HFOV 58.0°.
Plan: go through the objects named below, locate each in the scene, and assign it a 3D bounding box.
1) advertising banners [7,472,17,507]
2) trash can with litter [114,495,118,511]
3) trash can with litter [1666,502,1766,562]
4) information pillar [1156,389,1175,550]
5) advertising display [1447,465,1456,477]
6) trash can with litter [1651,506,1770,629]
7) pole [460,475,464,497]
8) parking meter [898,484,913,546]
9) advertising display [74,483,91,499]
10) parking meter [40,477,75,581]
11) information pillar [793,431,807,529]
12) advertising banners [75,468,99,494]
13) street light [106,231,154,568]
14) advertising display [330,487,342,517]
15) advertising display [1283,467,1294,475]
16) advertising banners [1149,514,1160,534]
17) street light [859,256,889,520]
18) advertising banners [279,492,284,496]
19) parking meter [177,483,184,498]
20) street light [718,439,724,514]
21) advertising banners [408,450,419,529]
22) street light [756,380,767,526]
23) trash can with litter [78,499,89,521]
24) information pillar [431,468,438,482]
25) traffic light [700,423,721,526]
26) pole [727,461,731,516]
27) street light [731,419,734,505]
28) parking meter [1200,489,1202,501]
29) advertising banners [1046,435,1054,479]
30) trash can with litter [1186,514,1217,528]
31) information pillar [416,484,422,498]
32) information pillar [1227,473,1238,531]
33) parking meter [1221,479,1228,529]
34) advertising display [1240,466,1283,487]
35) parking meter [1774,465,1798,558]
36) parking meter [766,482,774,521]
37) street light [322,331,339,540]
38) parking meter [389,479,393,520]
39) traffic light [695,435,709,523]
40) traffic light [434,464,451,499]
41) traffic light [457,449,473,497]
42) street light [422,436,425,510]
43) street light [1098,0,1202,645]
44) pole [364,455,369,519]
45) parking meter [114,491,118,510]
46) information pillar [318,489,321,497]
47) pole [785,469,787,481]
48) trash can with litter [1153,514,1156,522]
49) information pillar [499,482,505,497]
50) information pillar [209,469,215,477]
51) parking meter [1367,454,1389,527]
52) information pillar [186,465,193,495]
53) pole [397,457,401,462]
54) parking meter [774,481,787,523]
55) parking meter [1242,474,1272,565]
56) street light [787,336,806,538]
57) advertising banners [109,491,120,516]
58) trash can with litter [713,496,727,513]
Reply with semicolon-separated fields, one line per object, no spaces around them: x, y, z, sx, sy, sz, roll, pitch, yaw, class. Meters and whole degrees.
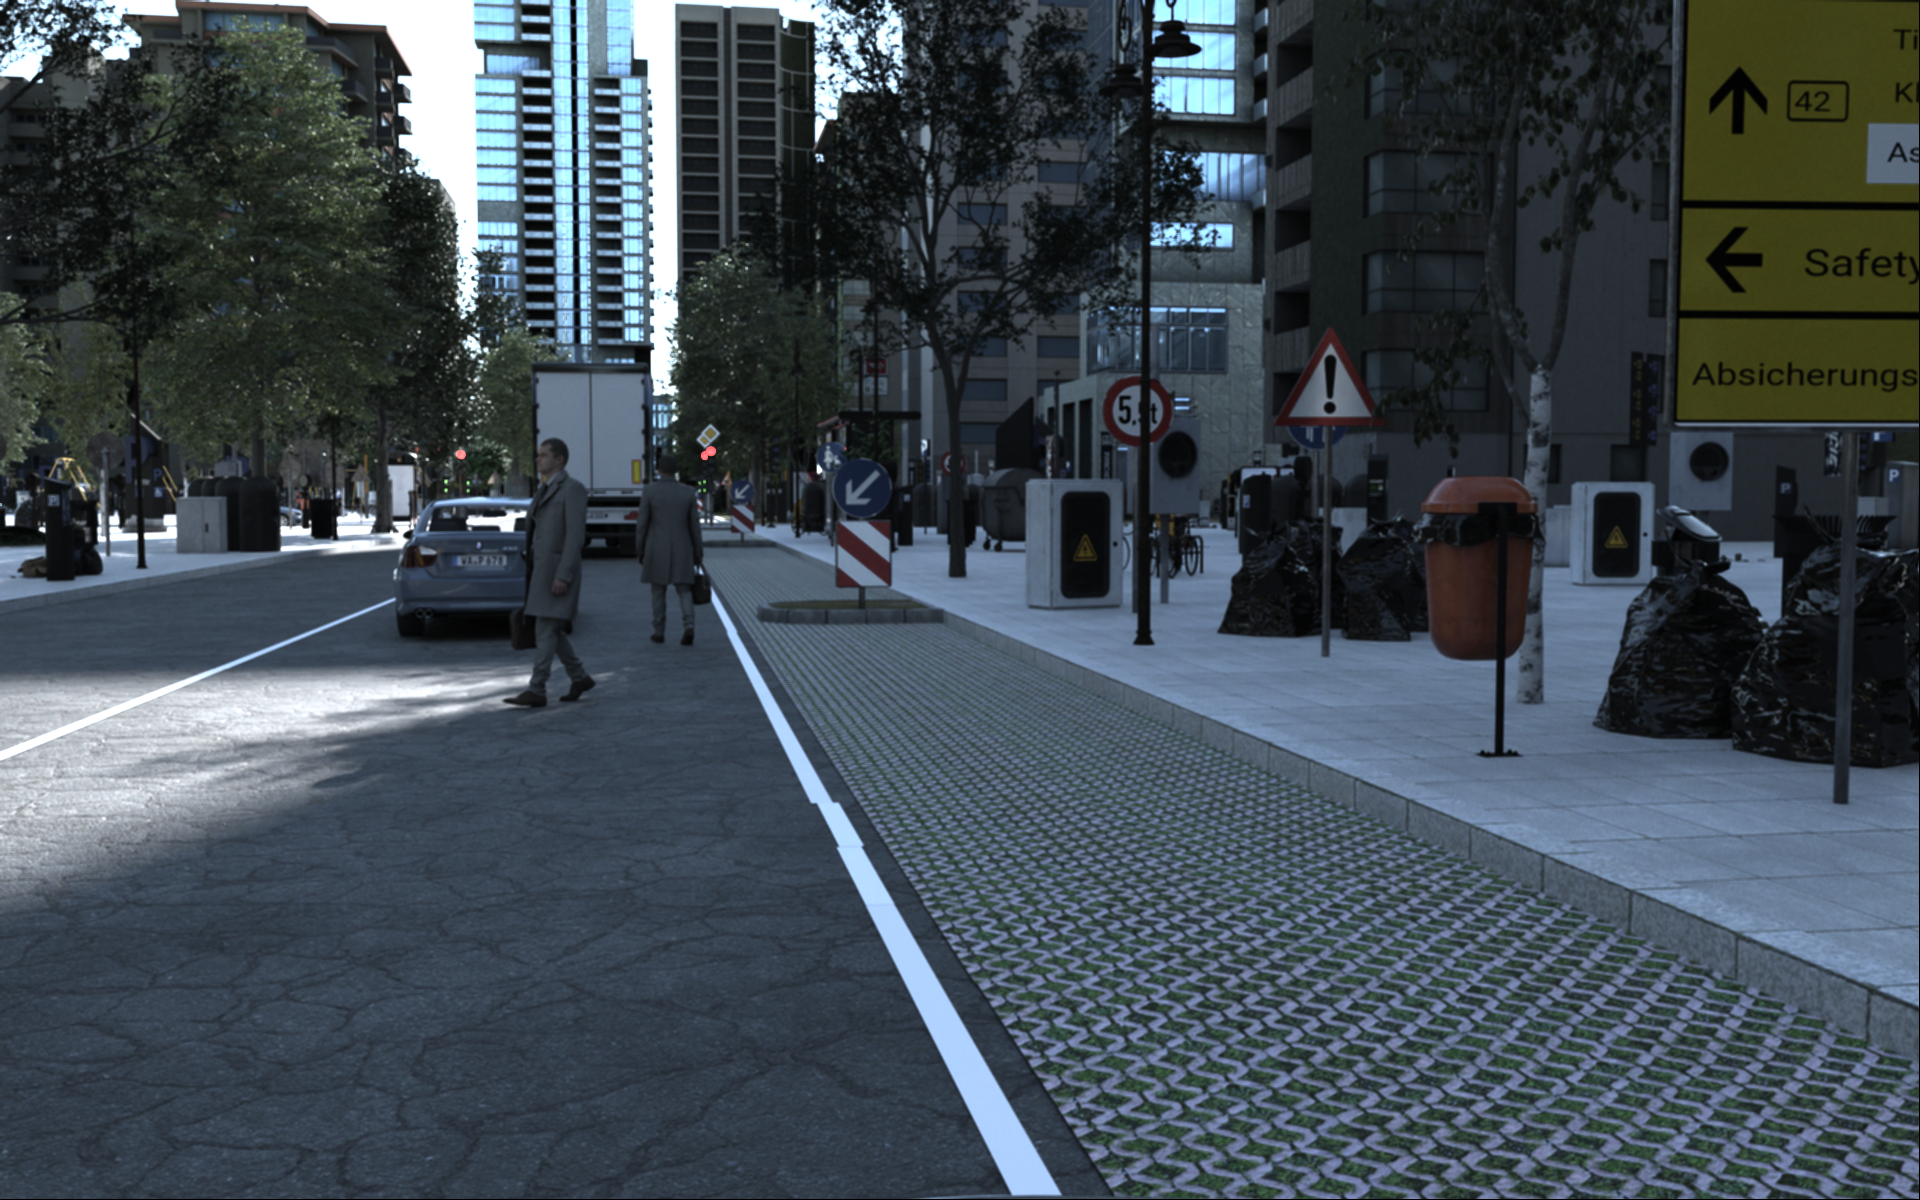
-75.653;-8.740;139.087;2.074;3.025;0.090;-1;4;-19;advertising banners
-65.141;-7.510;133.842;1.678;1.210;2.233;-3;5;-44;trash can with litter
14.274;-1.362;33.334;2.233;1.210;1.678;2;4;31;trash can with litter
4.587;-2.890;38.611;0.504;3.616;0.183;-2;4;-34;information pillar
11.200;-2.097;39.500;0.123;1.923;0.974;1;4;20;advertising display
6.959;-0.284;16.033;0.624;1.170;1.055;-3;4;-37;trash can with litter
-21.841;-5.019;75.909;0.158;3.312;0.155;0;3;0;pole
-1.361;-2.119;43.055;0.372;1.533;0.369;0;3;0;parking meter
-49.497;-5.659;97.738;0.123;1.923;0.974;2;4;30;advertising display
-13.363;-1.057;25.690;0.372;1.533;0.369;0;3;0;parking meter
-5.967;-4.474;64.507;0.504;3.616;0.183;-1;4;-16;information pillar
-57.724;-7.280;115.220;2.074;3.025;0.090;-3;5;-44;advertising banners
-14.152;-3.486;29.780;0.468;5.910;1.993;-1;4;-10;street light
-34.895;-5.609;96.917;0.974;1.923;0.123;2;4;31;advertising display
7.647;-2.173;40.743;0.974;1.923;0.123;-1;4;-11;advertising display
6.611;-3.645;55.779;0.090;3.025;2.074;-3;5;-44;advertising banners
-1.587;-3.674;32.861;0.468;5.910;1.993;-1;4;-10;street light
-52.772;-8.559;136.135;0.090;3.025;2.074;1;4;21;advertising banners
-41.206;-5.256;91.652;0.399;1.863;0.255;-2;4;-26;parking meter
-15.673;-8.604;113.460;0.468;5.910;1.993;-1;4;-10;street light
-20.177;-4.152;64.074;0.090;3.025;2.074;0;4;-7;advertising banners
-7.857;-5.884;68.995;0.468;5.910;1.993;-1;4;-10;street light
-41.957;-4.383;83.047;1.055;1.170;0.624;0;4;-2;trash can with litter
-37.271;-8.054;123.035;0.504;3.616;0.183;-1;4;-10;information pillar
-9.941;-4.898;69.001;0.839;4.253;0.868;-1;4;-10;traffic light
-13.581;-6.605;101.834;0.158;3.312;0.155;0;3;0;pole
-12.459;-7.461;94.775;0.468;5.910;1.993;-1;4;-10;street light
11.701;-4.685;85.012;0.372;1.533;0.369;0;3;0;parking meter
2.363;-3.432;52.300;0.090;3.025;2.074;-2;4;-23;advertising banners
9.047;-3.319;65.321;2.233;1.210;1.678;3;5;45;trash can with litter
-35.318;-6.642;113.083;0.304;2.012;0.304;-2;4;-34;information pillar
9.564;-3.452;60.935;0.304;2.012;0.304;1;4;12;information pillar
9.744;-3.520;63.262;0.399;1.863;0.255;1;4;23;parking meter
6.887;-2.117;39.833;0.974;1.923;0.123;3;4;36;advertising display
16.600;-1.779;34.804;0.399;1.863;0.255;2;4;28;parking meter
-8.859;-4.609;81.075;0.399;1.863;0.255;3;5;39;parking meter
-17.314;-4.590;47.842;0.468;5.910;1.993;-1;4;-10;street light
-22.017;-3.726;66.632;0.255;1.863;0.399;0;4;2;parking meter
-11.313;-5.379;76.868;0.839;4.253;0.868;-1;4;-10;traffic light
-20.195;-4.788;67.203;0.839;4.253;0.868;-1;4;-10;traffic light
-21.567;-5.269;75.070;0.839;4.253;0.868;-1;4;-10;traffic light
-20.639;-5.735;66.558;0.468;5.910;1.993;-1;4;-10;street light
1.569;-2.558;14.604;0.468;5.910;1.993;-1;4;-10;street light
-30.647;-5.845;89.413;0.158;3.312;0.155;0;3;0;pole
-68.662;-8.114;141.066;0.372;1.533;0.369;0;3;0;parking meter
-52.694;-8.457;142.766;0.304;2.012;0.304;1;4;15;information pillar
-10.239;-6.614;101.987;0.158;3.312;0.155;0;3;0;pole
9.273;-4.219;80.375;1.055;1.170;0.624;3;5;39;trash can with litter
-27.899;-6.179;105.518;0.304;2.012;0.304;-2;4;-24;information pillar
-21.551;-2.800;50.276;0.304;2.012;0.304;2;4;33;information pillar
6.054;-1.188;25.132;0.255;1.863;0.399;1;4;21;parking meter
-60.933;-8.907;136.989;0.504;3.616;0.183;-1;4;-19;information pillar
-28.160;-5.701;87.061;0.158;3.312;0.155;0;3;0;pole
-7.901;-4.347;76.780;0.399;1.863;0.255;2;4;35;parking meter
3.854;-0.860;22.478;0.372;1.533;0.369;0;3;0;parking meter
-4.787;-4.779;50.917;0.468;5.910;1.993;-1;4;-10;street light
-49.069;-6.424;101.217;0.090;3.025;2.074;1;4;20;advertising banners
-16.513;-6.563;118.700;1.055;1.170;0.624;0;4;0;trash can with litter
